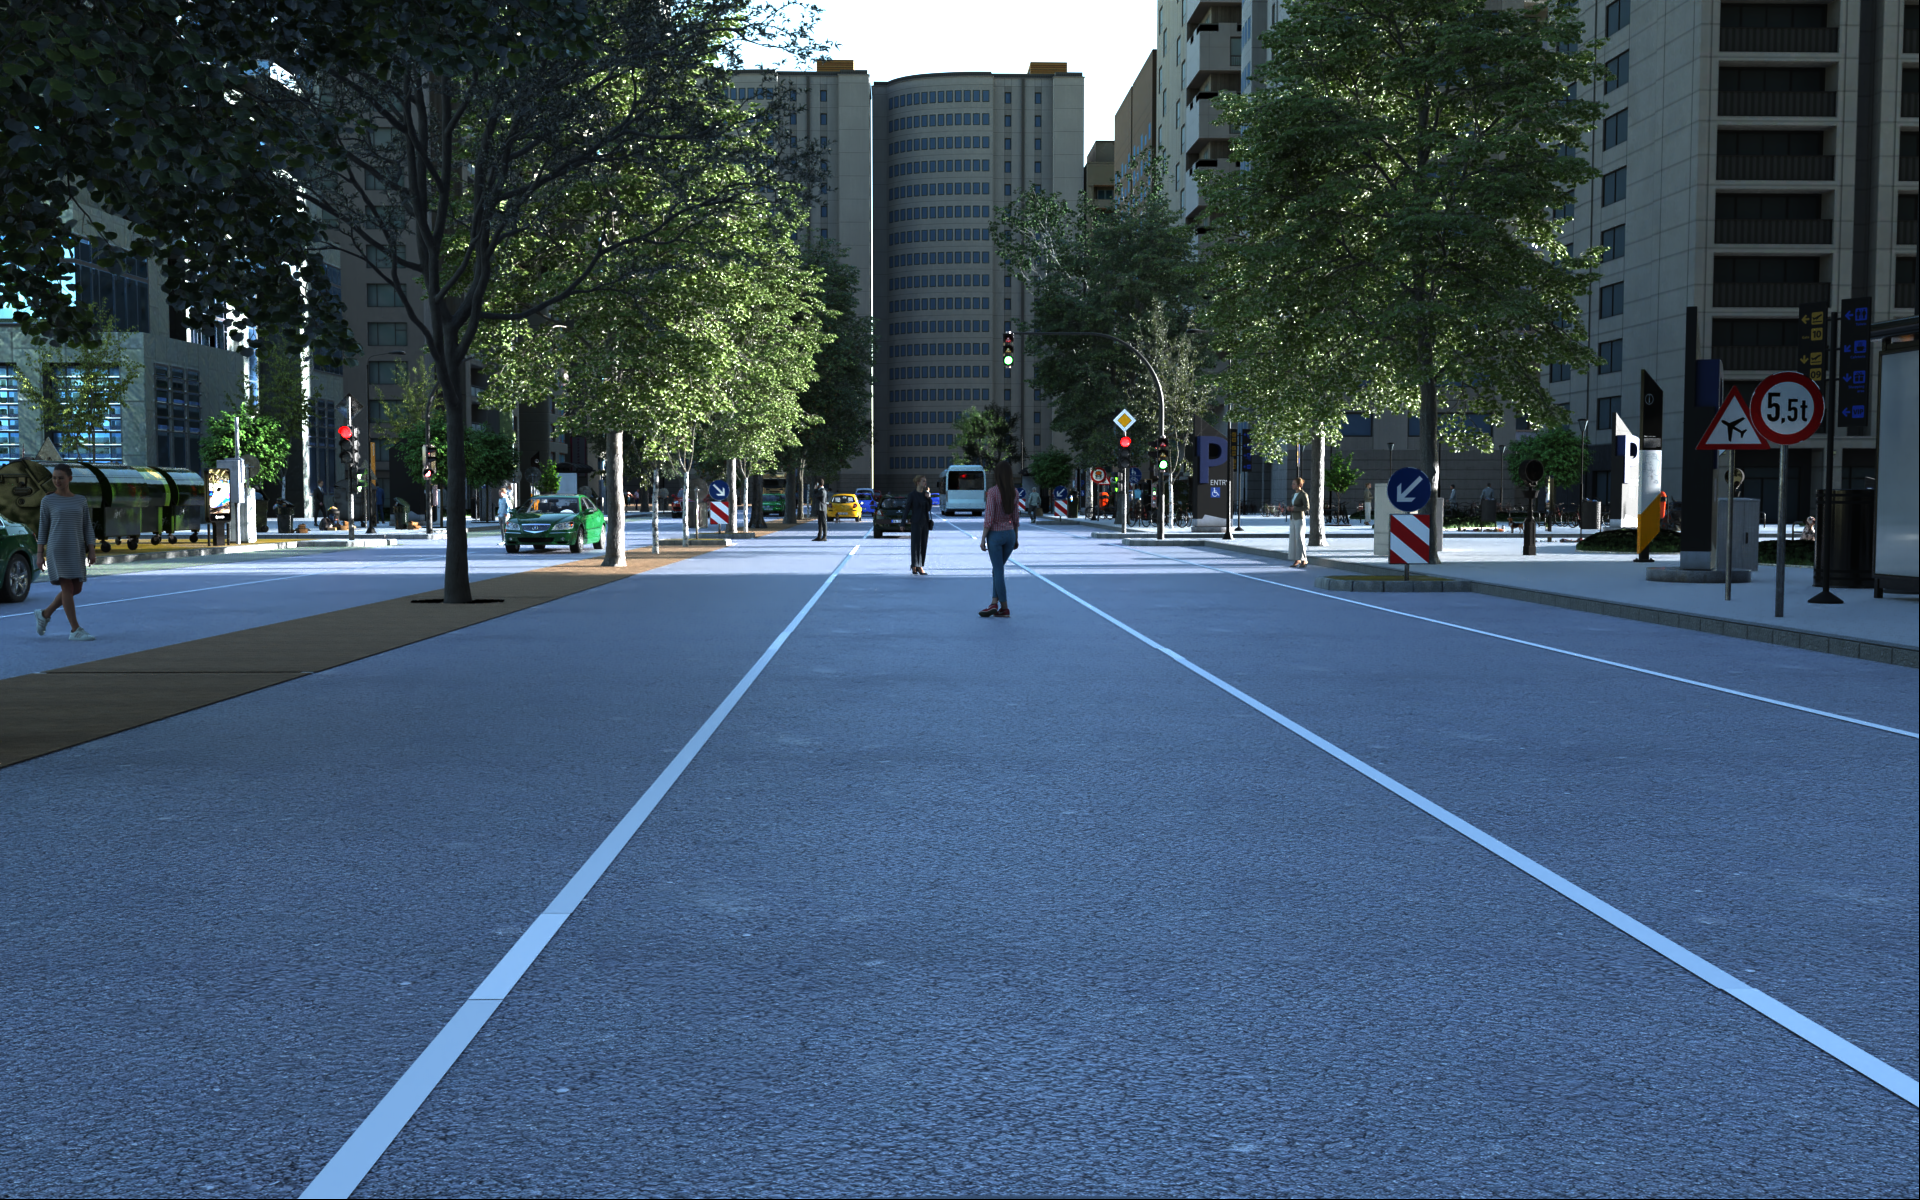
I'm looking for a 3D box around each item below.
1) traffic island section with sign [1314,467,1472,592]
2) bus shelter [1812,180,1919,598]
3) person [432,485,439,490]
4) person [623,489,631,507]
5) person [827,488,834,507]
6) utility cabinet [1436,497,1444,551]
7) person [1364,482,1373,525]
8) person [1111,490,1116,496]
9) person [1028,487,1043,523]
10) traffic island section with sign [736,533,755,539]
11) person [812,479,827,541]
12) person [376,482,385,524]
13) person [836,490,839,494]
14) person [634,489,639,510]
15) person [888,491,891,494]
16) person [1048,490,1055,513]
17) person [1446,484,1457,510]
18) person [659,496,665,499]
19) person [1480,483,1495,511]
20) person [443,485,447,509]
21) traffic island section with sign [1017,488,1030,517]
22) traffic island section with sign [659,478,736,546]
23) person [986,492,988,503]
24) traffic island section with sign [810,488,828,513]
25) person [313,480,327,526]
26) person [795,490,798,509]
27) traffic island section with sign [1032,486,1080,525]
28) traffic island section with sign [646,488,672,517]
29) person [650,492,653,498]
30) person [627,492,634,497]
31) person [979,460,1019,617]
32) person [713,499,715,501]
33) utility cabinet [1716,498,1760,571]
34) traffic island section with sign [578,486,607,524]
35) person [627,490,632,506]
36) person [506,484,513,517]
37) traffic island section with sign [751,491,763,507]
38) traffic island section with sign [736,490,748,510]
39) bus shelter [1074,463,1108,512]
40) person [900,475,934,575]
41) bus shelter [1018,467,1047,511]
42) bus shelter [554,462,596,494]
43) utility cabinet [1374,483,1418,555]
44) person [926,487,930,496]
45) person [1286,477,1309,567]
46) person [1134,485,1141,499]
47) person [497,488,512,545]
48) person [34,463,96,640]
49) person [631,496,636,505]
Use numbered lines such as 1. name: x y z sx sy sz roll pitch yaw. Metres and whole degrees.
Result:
1. traffic island section with sign: 6.470 -1.077 26.239 1.989 1.847 2.006 0 4 -2
2. bus shelter: 12.135 -2.580 19.821 2.179 5.291 8.768 0 4 -2
3. person: -26.518 -4.986 87.671 0.635 1.810 0.391 0 4 -6
4. person: -33.001 -10.046 171.029 1.217 1.736 0.721 -2 4 -32
5. person: -8.609 -6.520 114.951 0.661 1.843 0.795 -1 4 -10
6. utility cabinet: 10.628 -1.720 39.276 0.306 1.237 1.020 0 4 -8
7. person: 16.766 -3.941 71.028 0.362 1.759 0.519 0 4 3
8. person: 18.028 -12.195 206.248 1.217 1.723 0.721 1 4 12
9. person: 3.693 -4.617 84.477 0.782 1.767 0.515 -2 4 -31
10. traffic island section with sign: -7.731 -2.937 56.152 2.006 1.907 1.989 0 4 -2
11. person: -4.273 -2.739 52.645 0.474 1.900 0.648 0 4 -7
12. person: -25.315 -4.230 75.391 0.721 1.800 0.419 -3 5 -43
13. person: -12.857 -10.581 181.478 1.348 1.826 0.705 -1 4 -16
14. person: -25.444 -7.930 136.634 0.436 1.711 0.756 2 4 26
15. person: -6.555 -9.320 161.547 0.621 1.740 0.551 -3 4 -38
16. person: 6.280 -6.803 118.115 0.643 1.720 0.563 1 4 18
17. person: 26.085 -5.209 91.487 0.850 1.792 0.678 1 4 16
18. person: -35.437 -12.274 206.812 1.348 1.812 0.705 2 4 29
19. person: 25.179 -4.679 82.671 0.709 1.813 0.853 1 4 18
20. person: -31.057 -5.988 104.041 0.767 1.812 0.694 0 4 1
21. traffic island section with sign: 3.633 -6.106 108.466 1.989 1.847 2.006 0 4 -2
22. traffic island section with sign: -7.486 -2.484 48.749 2.006 1.907 1.989 0 4 -2
23. person: 2.918 -11.891 200.430 1.348 1.831 0.705 0 4 1
24. traffic island section with sign: -10.329 -7.530 131.246 2.006 1.907 1.989 0 4 -2
25. person: -25.346 -3.850 68.766 0.755 1.850 0.659 1 4 22
26. person: -15.868 -9.798 168.682 0.705 1.826 1.348 0 4 -2
27. traffic island section with sign: 4.562 -4.459 81.526 1.989 1.847 2.006 0 4 -2
28. traffic island section with sign: -18.730 -6.171 109.515 1.989 1.847 2.006 0 4 -2
29. person: -27.649 -8.987 156.164 0.628 1.438 0.799 -1 4 -10
30. person: -39.364 -12.173 205.794 1.217 1.735 0.721 -2 4 -28
31. person: 0.483 -0.714 20.176 0.388 1.821 0.555 3 5 42
32. person: -25.384 -10.548 179.212 0.721 1.736 1.217 0 4 4
33. utility cabinet: 12.825 -1.077 28.767 1.020 1.237 0.306 -2 4 -28
34. traffic island section with sign: -17.794 -4.490 82.040 1.989 1.847 2.006 0 4 -2
35. person: -37.074 -11.414 193.369 0.721 1.736 1.217 3 5 42
36. person: -24.157 -5.288 92.728 0.478 1.798 0.641 -3 5 -41
37. traffic island section with sign: -21.361 -10.845 185.949 1.989 1.847 2.006 0 4 -2
38. traffic island section with sign: -20.421 -9.164 158.455 1.989 1.847 2.006 0 4 -2
39. bus shelter: 9.027 -8.780 121.179 2.179 5.291 8.768 0 4 -2
40. person: -0.771 -1.341 30.843 0.534 1.772 0.576 2 4 31
41. bus shelter: 5.383 -8.040 125.384 2.014 3.302 5.546 0 4 -2
42. bus shelter: -25.043 -7.230 112.138 2.014 3.302 5.546 0 4 -2
43. utility cabinet: 8.970 -1.642 35.524 0.318 1.500 1.173 -1 4 -21
44. person: -1.777 -5.102 92.032 0.709 1.813 0.853 3 4 36
45. person: 6.599 -1.527 34.012 0.362 1.759 0.519 -1 4 -23
46. person: 10.505 -5.912 102.724 0.660 1.820 0.620 1 4 9
47. person: -12.865 -2.355 48.811 0.330 1.601 0.589 -3 5 -39
48. person: -8.850 -0.477 17.045 0.760 1.731 0.466 1 4 14
49. person: -36.754 -11.407 195.766 0.991 1.433 0.599 1 4 16
